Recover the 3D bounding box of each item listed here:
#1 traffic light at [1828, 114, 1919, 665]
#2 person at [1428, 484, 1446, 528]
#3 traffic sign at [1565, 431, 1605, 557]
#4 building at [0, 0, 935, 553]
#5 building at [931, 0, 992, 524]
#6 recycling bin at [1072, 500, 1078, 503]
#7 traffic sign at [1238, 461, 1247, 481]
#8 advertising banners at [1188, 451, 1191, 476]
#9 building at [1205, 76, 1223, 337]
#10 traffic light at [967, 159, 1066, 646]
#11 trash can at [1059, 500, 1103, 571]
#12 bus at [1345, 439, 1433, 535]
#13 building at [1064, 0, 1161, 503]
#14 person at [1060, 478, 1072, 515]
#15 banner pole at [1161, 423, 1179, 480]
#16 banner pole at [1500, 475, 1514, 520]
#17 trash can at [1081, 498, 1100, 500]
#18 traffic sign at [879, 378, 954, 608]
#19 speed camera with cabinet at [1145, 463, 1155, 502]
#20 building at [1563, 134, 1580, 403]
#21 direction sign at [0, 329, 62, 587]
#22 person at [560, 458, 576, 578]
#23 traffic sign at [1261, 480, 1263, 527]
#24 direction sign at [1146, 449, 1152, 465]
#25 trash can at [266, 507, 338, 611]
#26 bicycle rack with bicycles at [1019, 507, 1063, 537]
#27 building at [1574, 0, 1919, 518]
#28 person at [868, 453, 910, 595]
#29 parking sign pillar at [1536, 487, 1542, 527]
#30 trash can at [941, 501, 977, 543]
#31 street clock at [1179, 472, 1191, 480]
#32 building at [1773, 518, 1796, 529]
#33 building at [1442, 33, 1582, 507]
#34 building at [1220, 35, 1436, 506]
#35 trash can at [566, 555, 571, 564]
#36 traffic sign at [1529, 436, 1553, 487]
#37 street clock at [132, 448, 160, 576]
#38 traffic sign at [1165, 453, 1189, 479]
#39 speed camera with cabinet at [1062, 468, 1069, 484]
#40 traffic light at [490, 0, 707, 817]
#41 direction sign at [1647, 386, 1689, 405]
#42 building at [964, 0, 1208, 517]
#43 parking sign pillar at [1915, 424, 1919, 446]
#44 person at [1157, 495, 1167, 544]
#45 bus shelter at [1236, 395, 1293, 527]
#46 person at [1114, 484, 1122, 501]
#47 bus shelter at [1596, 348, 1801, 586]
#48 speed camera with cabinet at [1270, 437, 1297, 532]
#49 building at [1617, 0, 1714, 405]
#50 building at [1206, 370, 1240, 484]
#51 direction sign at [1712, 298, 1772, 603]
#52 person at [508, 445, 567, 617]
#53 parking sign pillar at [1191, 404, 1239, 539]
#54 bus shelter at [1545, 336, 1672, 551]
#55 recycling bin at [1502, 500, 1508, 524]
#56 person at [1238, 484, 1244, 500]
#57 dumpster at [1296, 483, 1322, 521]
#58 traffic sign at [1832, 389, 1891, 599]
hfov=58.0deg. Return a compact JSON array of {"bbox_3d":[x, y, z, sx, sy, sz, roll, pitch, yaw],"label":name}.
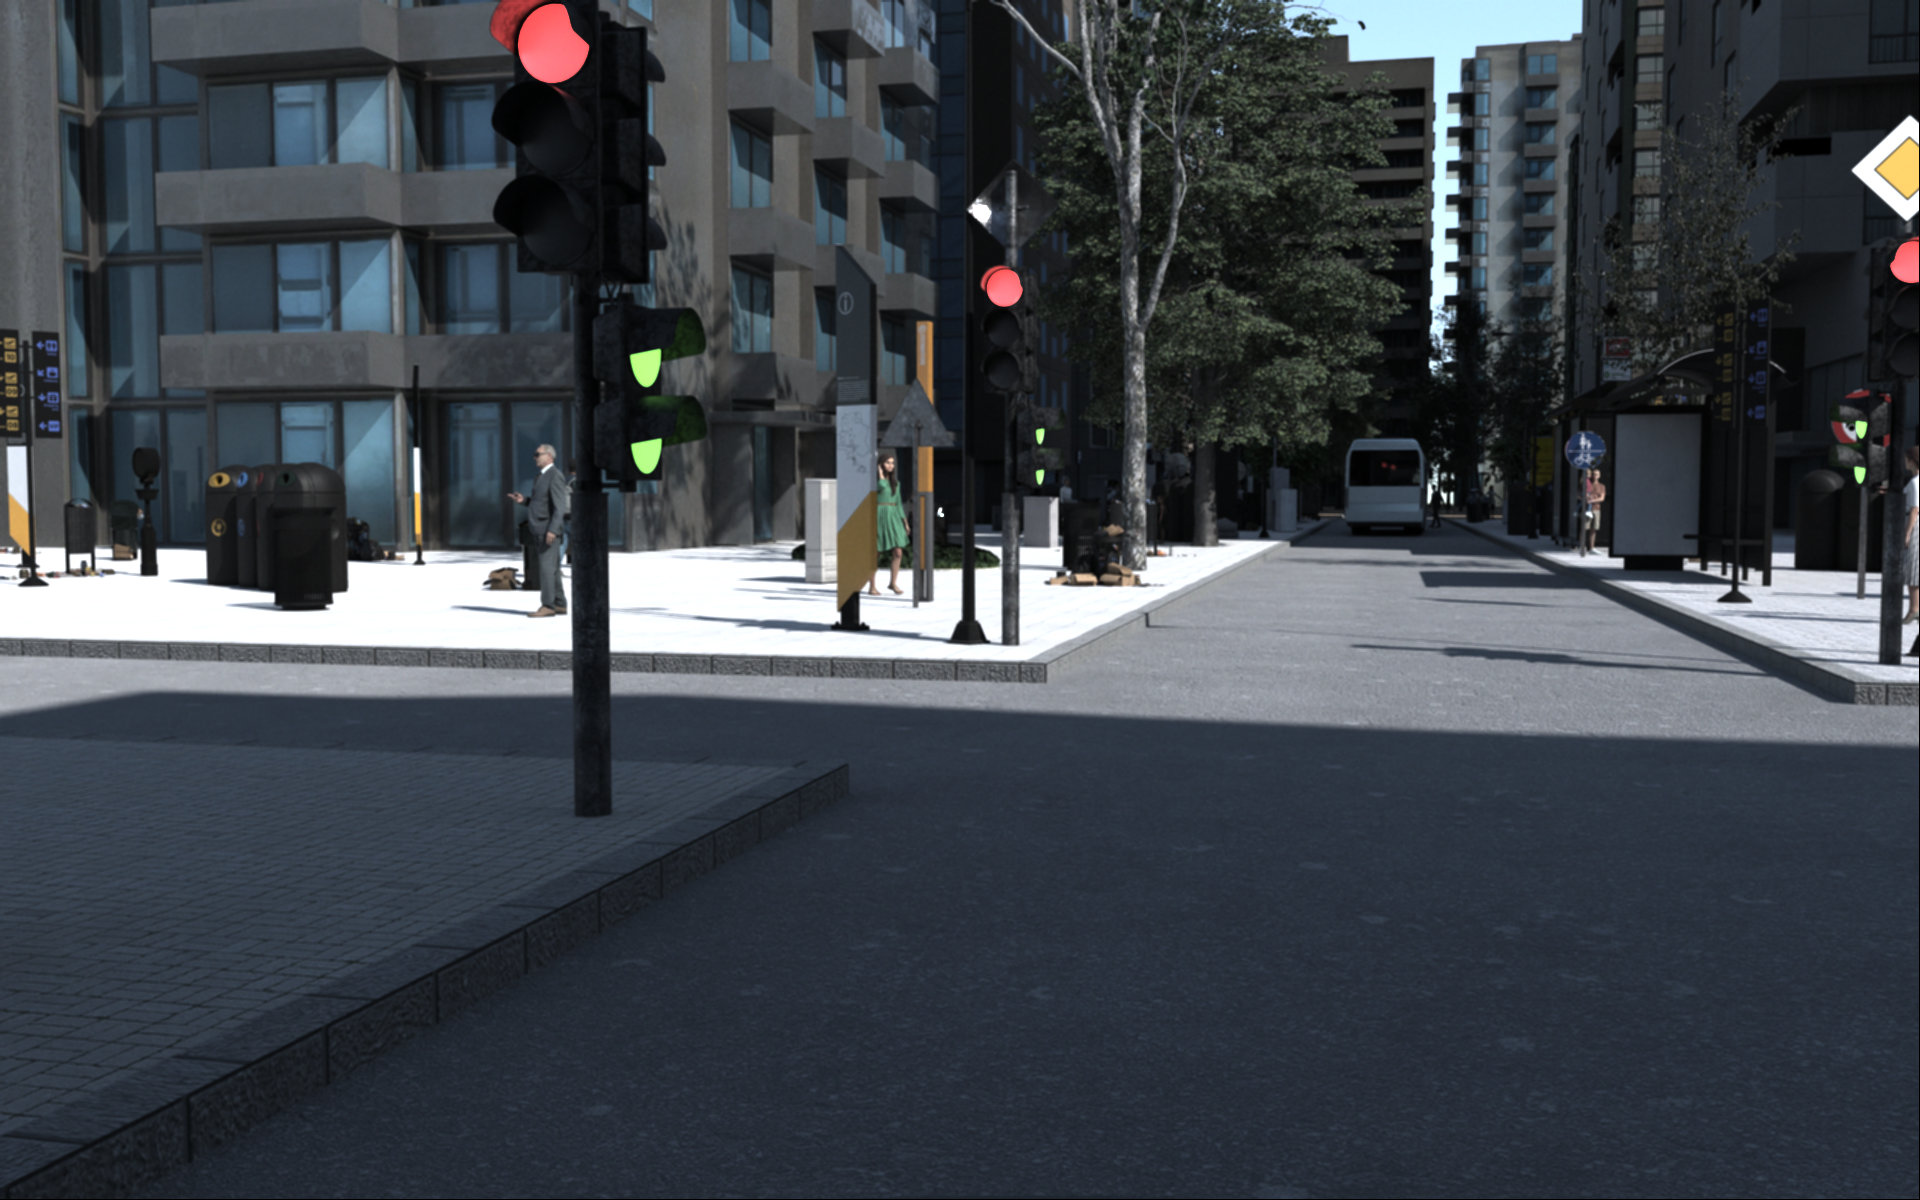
[{"bbox_3d":[7.018,-1.472,12.990,0.839,4.253,0.868,1,4,14],"label":"traffic light"},{"bbox_3d":[20.183,-3.999,73.655,0.755,1.850,0.659,-1,4,-20],"label":"person"},{"bbox_3d":[12.685,-2.146,35.195,0.768,2.556,0.104,1,4,16],"label":"traffic sign"},{"bbox_3d":[-13.380,-26.381,50.940,23.786,49.044,30.456,1,4,14],"label":"building"},{"bbox_3d":[-2.892,-26.272,79.657,14.600,45.320,14.200,1,4,14],"label":"building"},{"bbox_3d":[4.729,-3.832,75.214,0.722,1.027,0.722,-1,4,-15],"label":"recycling bin"},{"bbox_3d":[10.625,-4.068,66.610,0.768,2.556,0.104,1,4,21],"label":"traffic sign"},{"bbox_3d":[9.807,-4.612,71.599,0.090,3.025,2.074,2,4,29],"label":"advertising banners"},{"bbox_3d":[14.551,-35.209,195.270,30.456,49.044,23.786,1,4,14],"label":"building"},{"bbox_3d":[0.446,-1.569,14.579,0.839,4.253,0.868,1,4,14],"label":"traffic light"},{"bbox_3d":[2.031,-1.067,29.105,0.748,1.137,0.748,0,3,0],"label":"trash can"},{"bbox_3d":[15.960,-4.242,64.210,2.948,3.499,13.247,1,4,16],"label":"bus"},{"bbox_3d":[1.505,-40.538,101.049,20.563,71.187,20.611,1,4,14],"label":"building"},{"bbox_3d":[3.400,-3.031,55.833,0.478,1.798,0.641,-1,4,-17],"label":"person"},{"bbox_3d":[6.564,-3.899,53.759,0.863,3.779,0.401,-2,4,-26],"label":"banner pole"},{"bbox_3d":[26.919,-5.811,85.023,0.401,3.779,0.863,-2,4,-29],"label":"banner pole"},{"bbox_3d":[4.760,-3.154,63.228,0.748,1.137,0.748,0,3,0],"label":"trash can"},{"bbox_3d":[-0.499,-1.190,19.464,0.884,2.594,0.081,1,4,16],"label":"traffic sign"},{"bbox_3d":[5.640,-3.456,50.842,0.660,3.252,2.038,-1,4,-17],"label":"speed camera with cabinet"},{"bbox_3d":[56.158,-22.537,140.174,14.160,30.474,14.107,1,4,14],"label":"building"},{"bbox_3d":[-12.920,-1.960,24.046,0.379,3.537,0.876,3,5,42],"label":"direction sign"},{"bbox_3d":[-5.889,-1.241,26.319,0.713,1.824,0.794,-2,4,-29],"label":"person"},{"bbox_3d":[11.888,-4.152,67.998,0.768,2.556,0.104,1,4,18],"label":"traffic sign"},{"bbox_3d":[9.375,-5.838,87.443,0.379,3.537,0.876,-3,4,-36],"label":"direction sign"},{"bbox_3d":[-7.275,-0.460,19.178,0.748,1.137,0.748,0,3,0],"label":"trash can"},{"bbox_3d":[2.633,-2.414,52.850,2.852,0.926,2.925,1,4,18],"label":"bicycle rack with bicycles"},{"bbox_3d":[57.526,-32.307,117.465,28.713,52.752,27.495,1,4,14],"label":"building"},{"bbox_3d":[-0.946,-0.960,21.986,0.529,1.795,0.600,3,5,42],"label":"person"},{"bbox_3d":[22.384,-4.805,67.028,1.447,3.967,1.447,2,4,27],"label":"parking sign pillar"},{"bbox_3d":[-0.023,-1.499,36.157,0.748,1.137,0.748,0,3,0],"label":"trash can"},{"bbox_3d":[7.282,-3.181,56.575,0.471,2.002,0.358,-2,4,-30],"label":"street clock"},{"bbox_3d":[40.526,-28.748,59.266,28.713,52.752,27.495,1,4,14],"label":"building"},{"bbox_3d":[66.672,-34.415,182.299,30.456,49.044,23.786,1,4,14],"label":"building"},{"bbox_3d":[39.848,-34.482,187.476,21.600,48.544,21.300,1,4,14],"label":"building"},{"bbox_3d":[-6.585,-1.142,30.329,0.748,1.137,0.748,0,3,0],"label":"trash can"},{"bbox_3d":[21.183,-4.097,60.854,2.265,3.308,0.079,1,4,22],"label":"traffic sign"},{"bbox_3d":[-12.704,-1.377,27.083,0.471,2.002,0.358,3,5,39],"label":"street clock"},{"bbox_3d":[6.629,-3.242,53.114,0.768,2.556,0.104,1,4,22],"label":"traffic sign"},{"bbox_3d":[4.675,-5.766,88.606,0.660,3.252,2.038,-3,4,-38],"label":"speed camera with cabinet"},{"bbox_3d":[-1.455,-1.095,6.823,0.839,4.253,0.868,1,4,14],"label":"traffic light"},{"bbox_3d":[14.772,-2.705,36.224,0.876,3.537,0.379,0,4,-3],"label":"direction sign"},{"bbox_3d":[9.187,-28.637,118.329,14.600,45.320,14.200,1,4,14],"label":"building"},{"bbox_3d":[26.158,-3.530,46.191,1.447,3.967,1.447,1,4,16],"label":"parking sign pillar"},{"bbox_3d":[5.116,-2.054,44.292,0.373,1.253,0.362,0,4,5],"label":"person"},{"bbox_3d":[12.806,-5.794,72.359,2.179,5.291,8.768,1,4,14],"label":"bus shelter"},{"bbox_3d":[7.123,-4.386,78.302,0.362,1.759,0.519,-1,4,-14],"label":"person"},{"bbox_3d":[11.135,-1.998,26.585,2.014,3.302,5.546,1,4,14],"label":"bus shelter"},{"bbox_3d":[11.045,-3.960,59.081,0.660,3.252,2.038,0,4,0],"label":"speed camera with cabinet"},{"bbox_3d":[45.251,-25.435,99.451,14.154,41.232,14.086,1,4,14],"label":"building"},{"bbox_3d":[7.427,-50.968,146.002,31.000,86.520,22.319,1,4,14],"label":"building"},{"bbox_3d":[9.200,-1.741,20.463,0.379,3.537,0.876,-1,4,-18],"label":"direction sign"},{"bbox_3d":[-4.419,-0.734,18.226,0.590,1.801,0.661,-2,4,-32],"label":"person"},{"bbox_3d":[7.412,-3.791,50.454,1.447,3.967,1.447,0,4,-7],"label":"parking sign pillar"},{"bbox_3d":[15.421,-3.929,41.870,2.179,5.291,8.768,1,4,14],"label":"bus shelter"},{"bbox_3d":[23.445,-3.721,73.394,0.722,1.027,0.722,2,4,32],"label":"recycling bin"},{"bbox_3d":[14.205,-4.999,88.057,0.678,1.792,0.850,0,4,-7],"label":"person"},{"bbox_3d":[16.648,-4.720,82.925,1.264,1.857,1.865,1,4,14],"label":"dumpster"},{"bbox_3d":[10.998,-1.282,21.066,0.768,2.556,0.104,1,4,22],"label":"traffic sign"}]
